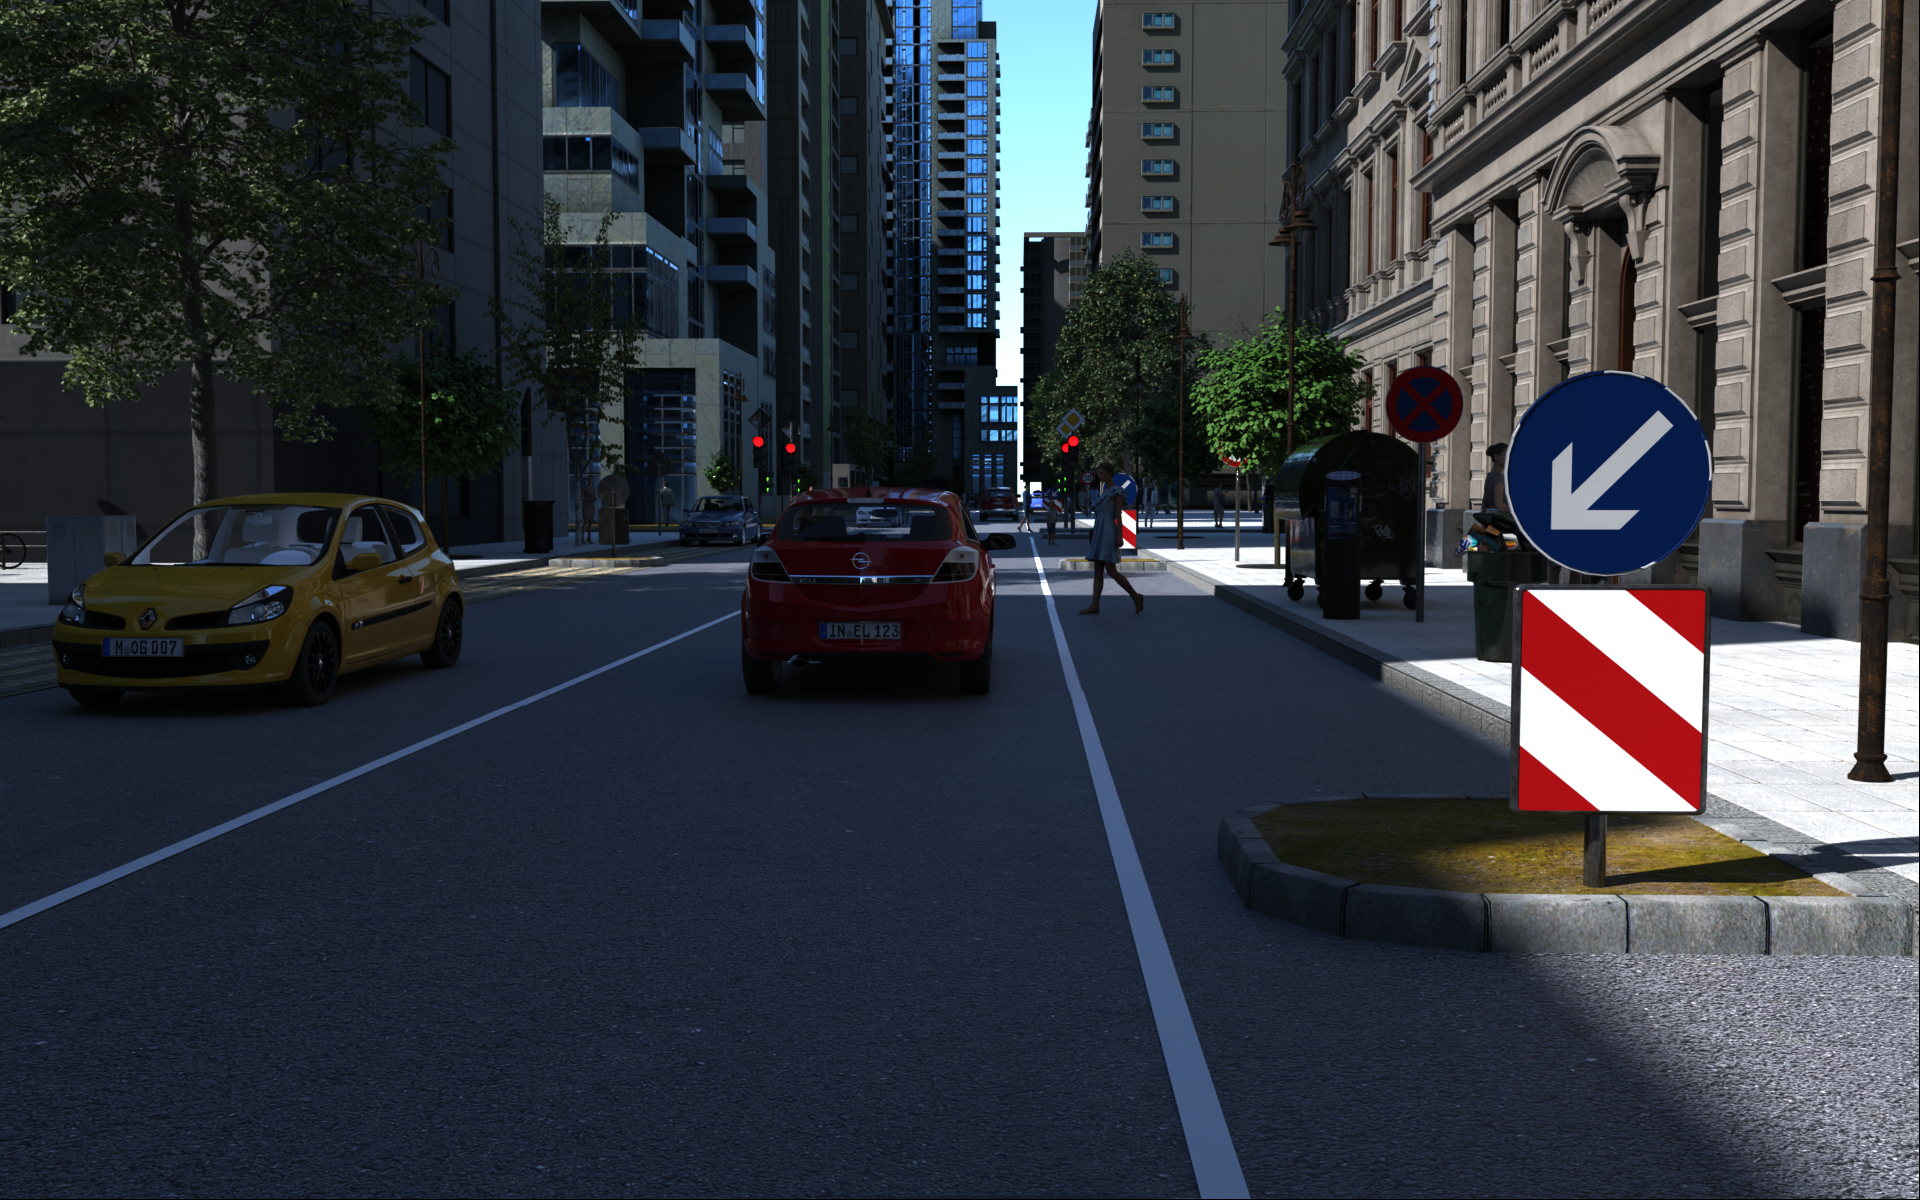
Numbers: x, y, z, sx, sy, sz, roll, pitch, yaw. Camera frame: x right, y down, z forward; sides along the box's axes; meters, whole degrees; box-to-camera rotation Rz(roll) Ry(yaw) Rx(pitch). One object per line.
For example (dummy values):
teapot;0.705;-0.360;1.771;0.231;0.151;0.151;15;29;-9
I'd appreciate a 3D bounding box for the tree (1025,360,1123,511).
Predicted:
tree;9.028;-13.112;140.141;9.928;11.665;9.643;0;3;0

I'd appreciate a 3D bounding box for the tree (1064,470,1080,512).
tree;7.925;-7.797;122.086;1.663;3.219;1.824;0;3;0

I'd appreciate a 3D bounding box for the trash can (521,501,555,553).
trash can;-9.136;-1.585;37.563;0.748;1.137;0.748;0;3;0

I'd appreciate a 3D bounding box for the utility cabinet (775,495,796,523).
utility cabinet;-7.677;-4.004;76.630;1.020;1.237;0.306;0;4;-3

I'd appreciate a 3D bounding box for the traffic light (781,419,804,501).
traffic light;-6.240;-4.621;64.472;0.839;4.253;0.868;0;4;2

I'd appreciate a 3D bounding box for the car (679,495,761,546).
car;-6.683;-2.238;48.591;2.014;1.417;4.499;0;4;2

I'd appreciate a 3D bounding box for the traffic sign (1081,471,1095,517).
traffic sign;6.995;-5.802;94.964;0.768;2.556;0.104;0;4;2

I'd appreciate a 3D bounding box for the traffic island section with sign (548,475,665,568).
traffic island section with sign;-6.962;-1.580;34.459;1.989;1.847;2.006;0;4;2

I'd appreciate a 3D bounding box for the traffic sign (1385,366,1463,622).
traffic sign;4.608;-1.051;17.285;0.768;2.556;0.104;0;4;3

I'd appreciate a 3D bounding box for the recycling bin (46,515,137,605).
recycling bin;-10.188;-0.476;20.344;0.722;1.027;0.722;0;4;4

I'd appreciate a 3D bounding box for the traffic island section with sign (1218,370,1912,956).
traffic island section with sign;2.000;0.140;6.345;1.989;1.847;2.006;0;4;2

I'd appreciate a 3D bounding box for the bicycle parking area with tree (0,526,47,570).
bicycle parking area with tree;-19.541;-2.498;27.852;9.016;4.147;8.231;1;4;18

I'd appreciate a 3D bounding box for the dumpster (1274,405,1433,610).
dumpster;4.500;-1.065;19.904;1.502;2.255;1.985;0;4;2

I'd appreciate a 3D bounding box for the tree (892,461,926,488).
tree;-5.024;-11.400;170.107;4.285;4.588;4.351;0;3;0

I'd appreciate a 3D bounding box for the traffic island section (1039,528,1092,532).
traffic island section;3.956;-2.568;64.259;2.009;0.180;2.903;0;4;2

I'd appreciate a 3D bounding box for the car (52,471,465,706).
car;-5.101;-0.167;12.953;2.015;1.641;3.980;0;4;3

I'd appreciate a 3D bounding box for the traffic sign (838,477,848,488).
traffic sign;-7.134;-6.325;105.545;0.606;2.300;0.079;0;4;6

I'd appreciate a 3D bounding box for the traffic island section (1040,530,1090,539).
traffic island section;3.687;-2.079;56.279;2.009;0.180;2.903;0;4;2

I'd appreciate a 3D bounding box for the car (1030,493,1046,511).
car;6.573;-8.505;148.640;1.945;1.707;3.694;0;4;0

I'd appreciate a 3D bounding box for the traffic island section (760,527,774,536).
traffic island section;-6.280;-2.589;64.608;2.009;0.180;2.903;0;4;2

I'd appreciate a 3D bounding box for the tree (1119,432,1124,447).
tree;6.379;-4.088;50.560;4.285;4.588;4.351;0;3;0

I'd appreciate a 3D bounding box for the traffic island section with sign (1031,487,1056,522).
traffic island section with sign;4.805;-4.930;89.232;1.989;1.847;2.006;0;4;2

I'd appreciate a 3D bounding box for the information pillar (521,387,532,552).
information pillar;-9.544;-2.864;38.175;0.183;3.616;0.504;-2;4;-32

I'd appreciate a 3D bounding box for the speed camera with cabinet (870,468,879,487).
speed camera with cabinet;-6.071;-8.034;125.685;0.660;3.252;2.038;-1;4;-11

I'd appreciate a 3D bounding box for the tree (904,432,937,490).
tree;-4.551;-15.491;203.631;4.360;8.622;3.978;0;3;0

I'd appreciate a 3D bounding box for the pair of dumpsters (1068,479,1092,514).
pair of dumpsters;7.619;-6.632;110.931;1.574;2.255;4.437;0;4;2

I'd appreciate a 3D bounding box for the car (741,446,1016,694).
car;-0.623;-0.297;13.902;2.155;1.783;4.494;0;4;1

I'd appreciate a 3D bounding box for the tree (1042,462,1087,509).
tree;9.574;-10.278;151.753;4.285;4.588;4.351;0;3;0

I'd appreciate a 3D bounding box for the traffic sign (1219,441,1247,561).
traffic sign;5.285;-2.009;32.945;0.768;2.556;0.104;1;4;10

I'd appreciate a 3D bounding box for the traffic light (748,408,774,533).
traffic light;-6.509;-4.133;56.492;0.839;4.253;0.868;0;4;2

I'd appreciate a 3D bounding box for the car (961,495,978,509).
car;0.836;-9.601;169.555;1.945;1.354;3.894;0;4;1

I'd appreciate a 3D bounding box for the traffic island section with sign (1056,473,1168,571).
traffic island section with sign;2.921;-1.508;33.285;1.989;1.847;2.006;0;4;2

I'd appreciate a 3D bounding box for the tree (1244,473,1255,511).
tree;22.766;-12.820;135.368;9.928;11.665;9.643;0;3;0

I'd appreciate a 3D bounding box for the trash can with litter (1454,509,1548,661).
trash can with litter;4.423;-0.125;13.427;1.055;1.170;0.624;-1;4;-16

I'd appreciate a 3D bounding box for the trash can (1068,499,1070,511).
trash can;7.899;-6.888;124.270;0.748;1.137;0.748;0;3;0

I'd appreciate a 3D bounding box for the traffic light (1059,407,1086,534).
traffic light;3.647;-4.113;56.166;0.839;4.253;0.868;0;4;2

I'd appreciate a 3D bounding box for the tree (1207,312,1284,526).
tree;11.998;-7.266;69.161;4.360;8.622;3.978;0;3;0

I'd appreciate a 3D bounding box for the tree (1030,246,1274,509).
tree;7.854;-9.992;80.371;9.611;12.733;9.660;0;3;0

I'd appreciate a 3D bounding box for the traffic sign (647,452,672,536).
traffic sign;-9.162;-3.222;52.792;0.768;2.556;0.104;0;4;2

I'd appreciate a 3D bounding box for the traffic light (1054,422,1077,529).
traffic light;3.916;-4.601;64.147;0.839;4.253;0.868;0;4;2

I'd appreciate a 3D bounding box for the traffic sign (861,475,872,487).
traffic sign;-6.252;-7.091;116.040;0.768;2.556;0.104;1;4;11

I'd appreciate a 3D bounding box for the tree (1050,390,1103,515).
tree;7.728;-9.446;104.811;4.360;8.622;3.978;0;3;0

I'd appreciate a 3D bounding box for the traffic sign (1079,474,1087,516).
traffic sign;7.264;-6.097;99.793;0.768;2.556;0.104;0;4;3

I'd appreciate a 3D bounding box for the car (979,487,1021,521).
car;2.119;-5.144;92.779;2.281;1.827;5.304;0;4;3

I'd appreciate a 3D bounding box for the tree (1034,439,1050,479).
tree;10.034;-14.151;181.737;4.360;8.622;3.978;0;3;0

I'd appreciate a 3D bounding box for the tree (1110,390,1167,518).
tree;10.550;-8.651;91.812;4.737;8.622;4.395;0;3;0

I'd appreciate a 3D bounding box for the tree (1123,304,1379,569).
tree;5.634;-2.844;30.206;4.285;4.588;4.351;0;3;0

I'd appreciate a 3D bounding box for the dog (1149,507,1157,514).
dog;11.793;-5.470;106.273;0.406;0.507;0.540;2;4;29

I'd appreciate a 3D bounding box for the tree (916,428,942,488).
tree;-4.121;-14.541;188.113;4.737;8.622;4.395;0;3;0

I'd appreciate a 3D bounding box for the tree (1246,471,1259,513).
tree;20.840;-11.716;125.964;7.601;10.594;8.767;2;4;32

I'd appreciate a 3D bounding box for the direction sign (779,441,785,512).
direction sign;-7.686;-5.067;74.843;0.379;3.537;0.876;-1;4;-20
